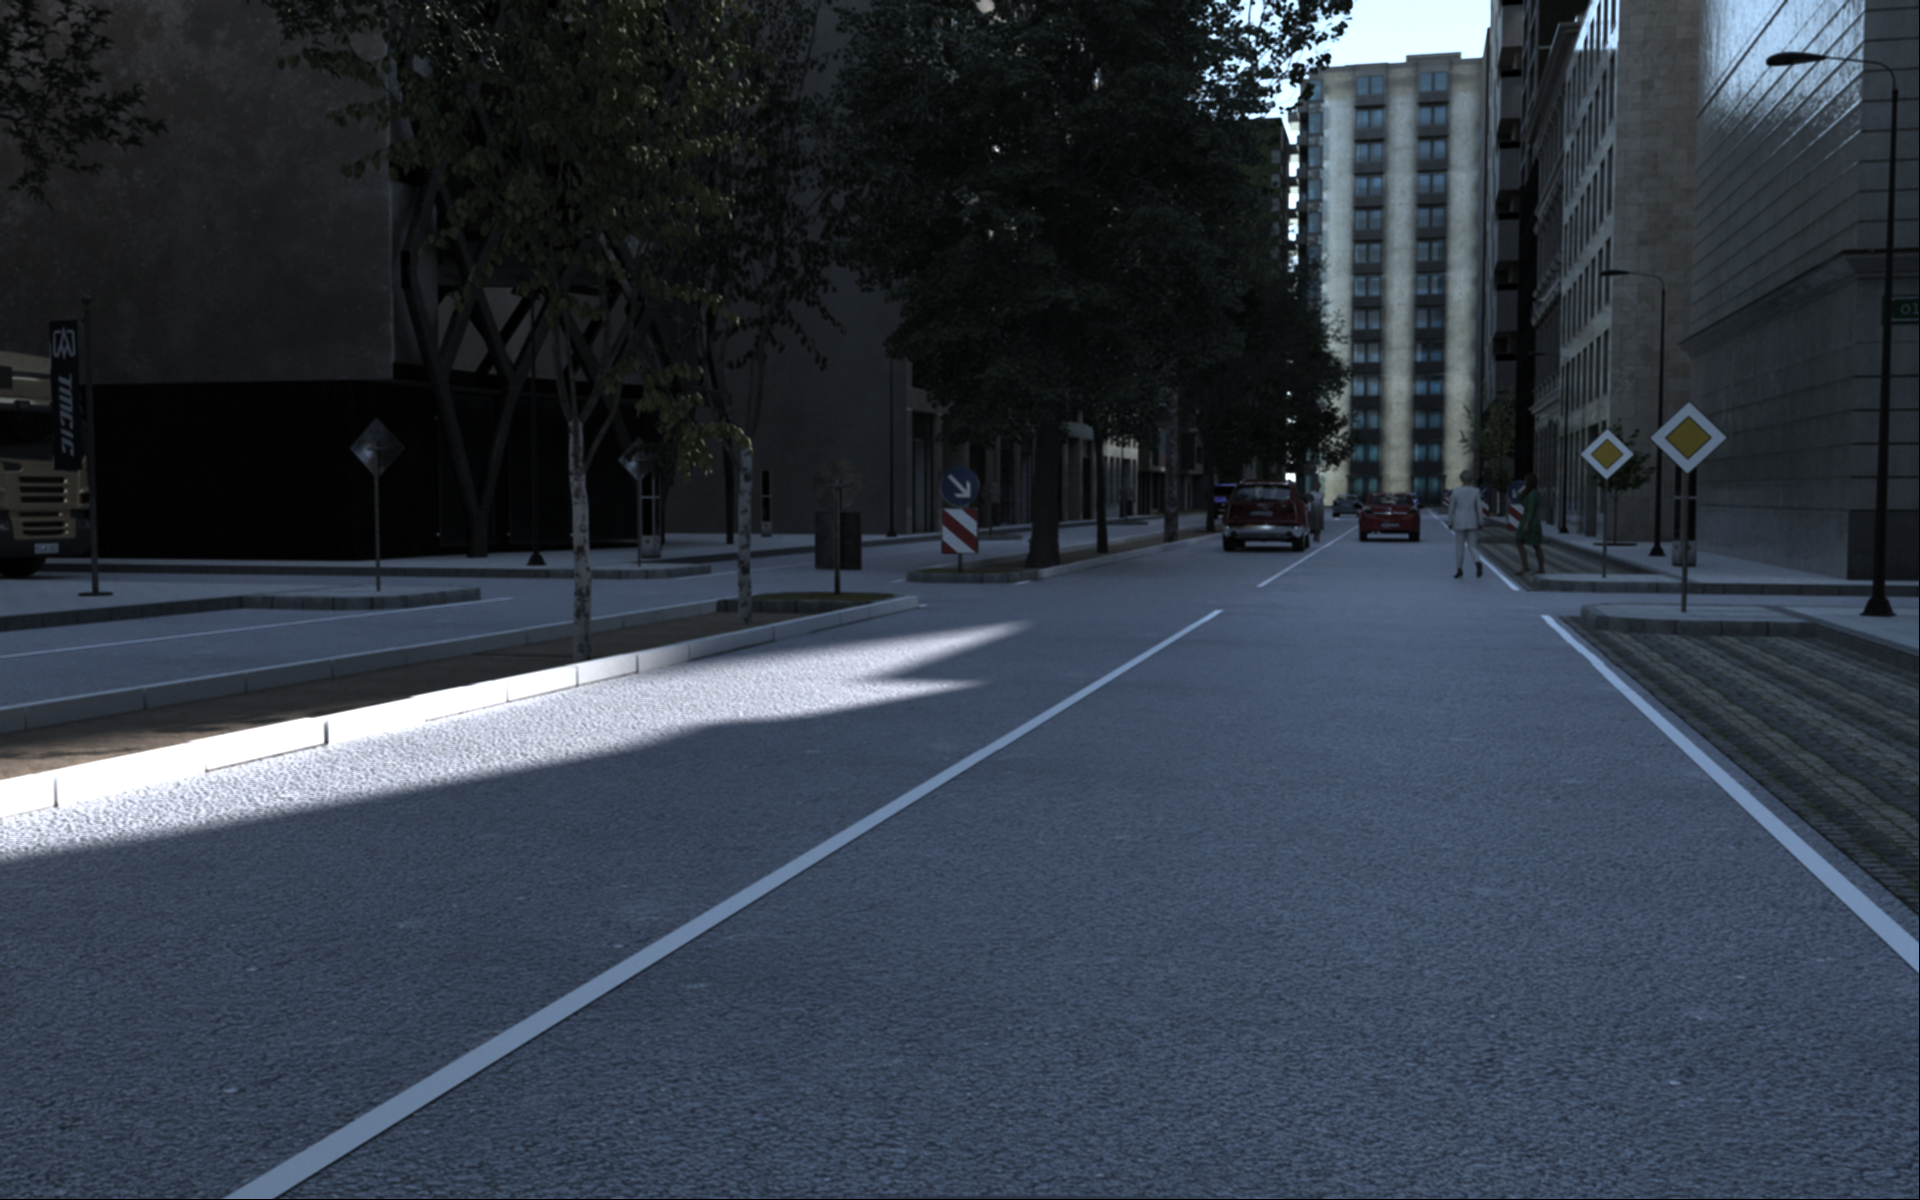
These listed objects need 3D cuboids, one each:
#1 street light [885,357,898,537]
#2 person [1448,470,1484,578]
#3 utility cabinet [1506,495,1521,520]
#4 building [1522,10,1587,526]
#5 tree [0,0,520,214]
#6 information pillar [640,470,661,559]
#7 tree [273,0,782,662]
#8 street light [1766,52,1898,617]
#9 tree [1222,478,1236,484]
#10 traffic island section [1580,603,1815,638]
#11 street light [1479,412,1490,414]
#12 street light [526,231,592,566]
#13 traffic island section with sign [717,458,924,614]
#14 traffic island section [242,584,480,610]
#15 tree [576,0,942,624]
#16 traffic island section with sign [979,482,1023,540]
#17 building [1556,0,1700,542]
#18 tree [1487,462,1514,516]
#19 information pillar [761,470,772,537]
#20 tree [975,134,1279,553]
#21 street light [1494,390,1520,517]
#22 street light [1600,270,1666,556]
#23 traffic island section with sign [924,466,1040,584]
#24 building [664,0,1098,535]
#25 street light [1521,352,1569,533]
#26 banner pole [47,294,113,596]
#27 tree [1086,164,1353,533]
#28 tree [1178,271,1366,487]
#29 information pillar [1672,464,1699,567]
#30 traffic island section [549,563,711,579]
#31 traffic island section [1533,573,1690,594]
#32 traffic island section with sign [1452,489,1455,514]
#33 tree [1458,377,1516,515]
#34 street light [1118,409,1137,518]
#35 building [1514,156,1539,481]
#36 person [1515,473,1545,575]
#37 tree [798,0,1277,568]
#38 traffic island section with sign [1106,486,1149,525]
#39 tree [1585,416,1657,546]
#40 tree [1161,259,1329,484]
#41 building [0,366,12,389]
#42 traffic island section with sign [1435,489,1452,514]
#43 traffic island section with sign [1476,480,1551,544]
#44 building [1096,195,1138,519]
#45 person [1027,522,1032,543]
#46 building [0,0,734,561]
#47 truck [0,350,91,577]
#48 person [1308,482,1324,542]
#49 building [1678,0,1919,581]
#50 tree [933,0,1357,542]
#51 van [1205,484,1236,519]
[{"bbox_3d":[-1.530,-4.838,51.637,1.470,5.913,1.316,1,4,15],"label":"street light"},{"bbox_3d":[8.578,-1.279,29.285,0.514,1.842,0.818,0,4,-7],"label":"person"},{"bbox_3d":[27.049,-4.477,84.363,1.020,1.237,0.306,-3,4,-37],"label":"utility cabinet"},{"bbox_3d":[29.681,-14.368,71.077,11.583,22.565,21.152,1,4,15],"label":"building"},{"bbox_3d":[-5.134,-4.365,8.240,8.767,10.594,7.601,1,4,15],"label":"tree"},{"bbox_3d":[-6.174,-1.838,34.544,0.304,2.012,0.304,1,4,16],"label":"information pillar"},{"bbox_3d":[-3.236,-3.759,14.272,4.737,8.622,4.395,0,3,0],"label":"tree"},{"bbox_3d":[9.173,-2.796,18.253,1.470,5.913,1.316,1,4,15],"label":"street light"},{"bbox_3d":[22.551,-10.138,149.468,4.285,4.588,4.351,0,3,0],"label":"tree"},{"bbox_3d":[7.879,0.212,18.810,2.009,0.180,2.903,1,4,15],"label":"traffic island section"},{"bbox_3d":[30.188,-7.699,98.422,1.470,5.913,1.316,1,4,15],"label":"street light"},{"bbox_3d":[-7.114,-3.569,30.897,1.470,5.913,1.316,1,4,15],"label":"street light"},{"bbox_3d":[-1.719,-0.820,21.548,2.006,1.907,1.989,1,4,15],"label":"traffic island section with sign"},{"bbox_3d":[-7.694,-0.035,22.855,2.009,0.180,2.903,1,4,15],"label":"traffic island section"},{"bbox_3d":[-2.322,-4.050,19.037,4.360,8.622,3.978,0,3,0],"label":"tree"},{"bbox_3d":[0.902,-2.808,54.541,1.989,1.847,2.006,1,4,15],"label":"traffic island section with sign"},{"bbox_3d":[24.573,-12.117,52.871,10.420,20.320,16.860,1,4,15],"label":"building"},{"bbox_3d":[32.425,-6.633,103.055,1.663,3.219,1.824,0,3,0],"label":"tree"},{"bbox_3d":[-5.796,-2.897,51.861,0.304,2.012,0.304,0,4,0],"label":"information pillar"},{"bbox_3d":[3.563,-6.428,41.964,8.767,10.594,7.601,1,4,15],"label":"tree"},{"bbox_3d":[24.697,-6.429,77.658,1.470,5.913,1.316,1,4,15],"label":"street light"},{"bbox_3d":[13.931,-3.874,35.875,1.470,5.913,1.316,1,4,15],"label":"street light"},{"bbox_3d":[0.157,-1.259,28.715,2.006,1.907,1.989,1,4,15],"label":"traffic island section with sign"},{"bbox_3d":[-6.707,-16.397,72.610,19.350,26.468,34.151,1,4,15],"label":"building"},{"bbox_3d":[19.255,-5.146,56.682,1.470,5.913,1.316,1,4,15],"label":"street light"},{"bbox_3d":[-11.173,-1.951,21.915,0.863,3.779,0.401,1,4,20],"label":"banner pole"},{"bbox_3d":[9.334,-9.247,64.013,12.009,13.543,11.850,0,3,0],"label":"tree"},{"bbox_3d":[15.512,-10.265,87.293,9.611,12.733,9.660,0,3,0],"label":"tree"},{"bbox_3d":[12.877,-1.605,30.741,0.304,2.012,0.304,0,4,-5],"label":"information pillar"},{"bbox_3d":[-5.682,-0.508,30.583,2.009,0.180,2.903,1,4,15],"label":"traffic island section"},{"bbox_3d":[9.891,-0.260,26.539,2.009,0.180,2.903,1,4,15],"label":"traffic island section"},{"bbox_3d":[23.011,-4.173,76.855,1.989,1.847,2.006,1,4,15],"label":"traffic island section with sign"},{"bbox_3d":[33.513,-9.663,108.352,4.737,8.622,4.395,0,3,0],"label":"tree"},{"bbox_3d":[9.271,-7.383,93.252,1.470,5.913,1.316,1,4,15],"label":"street light"},{"bbox_3d":[35.461,-15.840,88.662,12.332,23.373,15.834,1,4,15],"label":"building"},{"bbox_3d":[9.994,-1.319,30.305,0.529,1.795,0.600,1,4,14],"label":"person"},{"bbox_3d":[1.629,-7.593,33.257,9.857,13.997,8.962,0,3,0],"label":"tree"},{"bbox_3d":[7.749,-4.416,80.835,1.989,1.847,2.006,1,4,15],"label":"traffic island section with sign"},{"bbox_3d":[16.346,-2.969,43.140,1.663,3.219,1.824,0,3,0],"label":"tree"},{"bbox_3d":[12.278,-9.020,75.689,9.928,11.665,9.643,0,3,0],"label":"tree"},{"bbox_3d":[-29.507,-22.076,15.567,28.867,44.769,22.147,1,4,15],"label":"building"},{"bbox_3d":[35.625,-7.138,125.340,1.989,1.847,2.006,1,4,15],"label":"traffic island section with sign"},{"bbox_3d":[16.221,-2.577,50.766,1.989,1.847,2.006,1,4,15],"label":"traffic island section with sign"},{"bbox_3d":[3.546,-14.794,96.638,10.420,20.320,16.860,1,4,15],"label":"building"},{"bbox_3d":[2.170,-2.343,47.160,0.624,1.780,0.694,1,4,18],"label":"person"},{"bbox_3d":[-14.444,-10.671,41.919,16.820,18.784,16.811,1,4,15],"label":"building"},{"bbox_3d":[-19.964,-2.510,29.951,11.283,4.237,2.839,1,4,15],"label":"truck"},{"bbox_3d":[10.758,-2.664,52.285,0.478,1.798,0.641,1,4,16],"label":"person"},{"bbox_3d":[35.950,-15.335,27.149,44.131,29.872,17.030,1,4,15],"label":"building"},{"bbox_3d":[5.279,-11.829,51.752,12.611,20.169,13.585,0,3,0],"label":"tree"},{"bbox_3d":[15.380,-5.827,99.658,2.240,2.365,5.245,1,4,14],"label":"van"}]
